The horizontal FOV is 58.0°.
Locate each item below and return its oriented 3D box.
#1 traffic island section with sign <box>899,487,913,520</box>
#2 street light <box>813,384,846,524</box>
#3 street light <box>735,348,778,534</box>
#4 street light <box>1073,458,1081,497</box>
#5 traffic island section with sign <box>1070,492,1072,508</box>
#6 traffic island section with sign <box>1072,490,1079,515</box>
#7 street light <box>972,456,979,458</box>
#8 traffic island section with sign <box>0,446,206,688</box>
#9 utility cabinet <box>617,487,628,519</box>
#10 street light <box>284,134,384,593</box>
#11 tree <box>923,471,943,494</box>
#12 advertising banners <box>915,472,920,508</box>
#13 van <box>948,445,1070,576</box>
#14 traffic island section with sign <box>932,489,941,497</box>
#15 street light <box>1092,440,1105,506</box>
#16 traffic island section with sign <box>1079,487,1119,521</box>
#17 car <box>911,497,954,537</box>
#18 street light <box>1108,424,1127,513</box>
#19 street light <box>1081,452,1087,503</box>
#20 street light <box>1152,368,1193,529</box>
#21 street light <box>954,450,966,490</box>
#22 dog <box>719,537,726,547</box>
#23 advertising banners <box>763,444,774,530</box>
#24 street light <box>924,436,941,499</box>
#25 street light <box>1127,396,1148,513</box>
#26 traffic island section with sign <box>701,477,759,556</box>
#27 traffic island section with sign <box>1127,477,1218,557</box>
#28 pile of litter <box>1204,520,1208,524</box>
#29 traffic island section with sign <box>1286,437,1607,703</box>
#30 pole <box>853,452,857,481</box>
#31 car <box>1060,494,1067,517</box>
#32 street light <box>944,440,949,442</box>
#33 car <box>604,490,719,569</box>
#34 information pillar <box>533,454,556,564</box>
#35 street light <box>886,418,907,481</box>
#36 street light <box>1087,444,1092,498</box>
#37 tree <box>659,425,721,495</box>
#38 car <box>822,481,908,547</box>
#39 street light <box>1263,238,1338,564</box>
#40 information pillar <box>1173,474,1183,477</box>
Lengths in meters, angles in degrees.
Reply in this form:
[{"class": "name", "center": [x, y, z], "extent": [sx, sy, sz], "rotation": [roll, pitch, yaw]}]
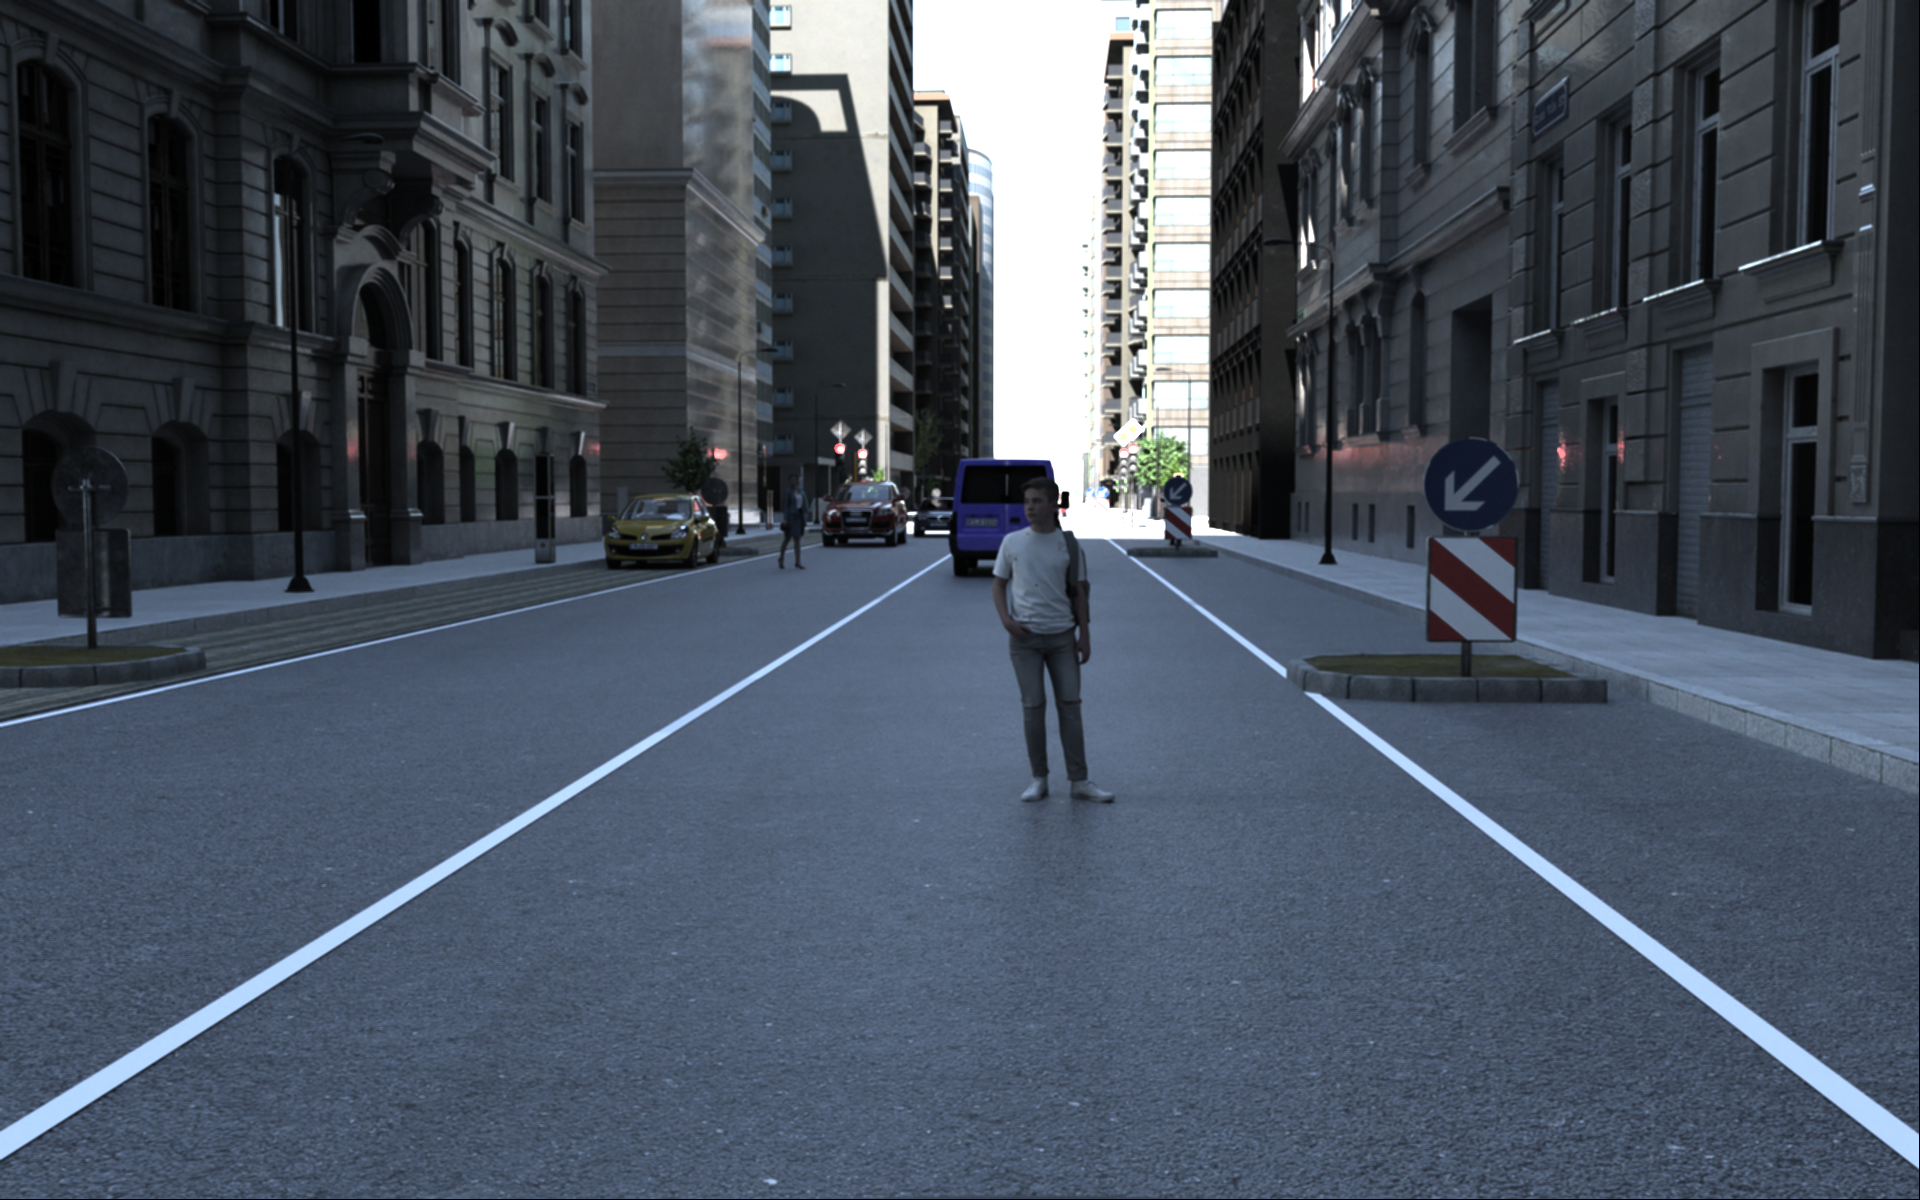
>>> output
[{"class": "traffic island section with sign", "center": [-3.009, -5.267, 94.747], "extent": [1.989, 1.847, 2.006], "rotation": [0, 4, 3]}, {"class": "street light", "center": [-5.517, -6.154, 73.152], "extent": [1.470, 5.913, 1.316], "rotation": [0, 4, 3]}, {"class": "street light", "center": [-6.481, -5.059, 55.250], "extent": [1.470, 5.913, 1.316], "rotation": [0, 4, 3]}, {"class": "street light", "center": [16.909, -16.508, 242.450], "extent": [1.470, 5.913, 1.316], "rotation": [0, 4, 3]}, {"class": "traffic island section with sign", "center": [11.607, -10.000, 172.127], "extent": [1.989, 1.847, 2.006], "rotation": [0, 4, 3]}, {"class": "traffic island section with sign", "center": [9.017, -6.899, 121.429], "extent": [1.989, 1.847, 2.006], "rotation": [0, 4, 3]}, {"class": "street light", "center": [1.719, -14.760, 213.866], "extent": [1.470, 5.913, 1.316], "rotation": [0, 4, 3]}, {"class": "traffic island section with sign", "center": [-7.149, -0.306, 13.639], "extent": [1.989, 1.847, 2.006], "rotation": [0, 4, 3]}, {"class": "utility cabinet", "center": [-9.916, -2.579, 50.842], "extent": [0.318, 1.500, 1.173], "rotation": [-1, 4, -10]}, {"class": "street light", "center": [-8.125, -3.056, 22.509], "extent": [1.470, 5.913, 1.316], "rotation": [0, 4, 3]}, {"class": "tree", "center": [-2.363, -9.317, 146.932], "extent": [1.663, 3.219, 1.824], "rotation": [0, 3, 0]}, {"class": "advertising banners", "center": [-3.338, -8.532, 135.679], "extent": [0.090, 3.025, 2.074], "rotation": [-1, 4, -12]}, {"class": "van", "center": [0.917, -1.693, 32.070], "extent": [2.240, 2.365, 5.245], "rotation": [0, 4, 3]}, {"class": "traffic island section with sign", "center": [-1.625, -6.937, 122.049], "extent": [1.989, 1.847, 2.006], "rotation": [0, 4, 3]}, {"class": "street light", "center": [12.225, -10.708, 147.619], "extent": [1.470, 5.913, 1.316], "rotation": [0, 4, 3]}, {"class": "traffic island section with sign", "center": [7.655, -5.253, 94.508], "extent": [1.989, 1.847, 2.006], "rotation": [0, 4, 3]}, {"class": "car", "center": [-0.664, -2.848, 59.139], "extent": [1.945, 1.354, 3.894], "rotation": [0, 4, 2]}, {"class": "street light", "center": [10.518, -8.699, 114.776], "extent": [1.470, 5.913, 1.316], "rotation": [0, 4, 3]}, {"class": "street light", "center": [14.442, -13.423, 192.014], "extent": [1.470, 5.913, 1.316], "rotation": [0, 4, 3]}, {"class": "street light", "center": [7.877, -5.574, 63.674], "extent": [1.470, 5.913, 1.316], "rotation": [0, 4, 3]}, {"class": "street light", "center": [-0.077, -12.796, 181.754], "extent": [1.470, 5.913, 1.316], "rotation": [0, 4, 3]}, {"class": "dog", "center": [-6.079, -1.693, 44.516], "extent": [0.513, 0.831, 0.800], "rotation": [2, 4, 34]}, {"class": "advertising banners", "center": [-6.861, -4.018, 61.880], "extent": [0.090, 3.025, 2.074], "rotation": [0, 4, 3]}, {"class": "street light", "center": [-2.266, -10.111, 137.857], "extent": [1.470, 5.913, 1.316], "rotation": [0, 4, 3]}, {"class": "street light", "center": [8.829, -6.713, 82.305], "extent": [1.470, 5.913, 1.316], "rotation": [0, 4, 3]}, {"class": "traffic island section with sign", "center": [-5.784, -1.953, 40.560], "extent": [1.989, 1.847, 2.006], "rotation": [0, 4, 3]}, {"class": "traffic island section with sign", "center": [4.884, -1.927, 40.130], "extent": [1.989, 1.847, 2.006], "rotation": [0, 4, 3]}, {"class": "pile of litter", "center": [11.157, -3.609, 72.970], "extent": [1.719, 0.858, 1.176], "rotation": [2, 4, 25]}, {"class": "traffic island section with sign", "center": [3.493, -0.259, 12.856], "extent": [1.989, 1.847, 2.006], "rotation": [0, 4, 3]}, {"class": "pole", "center": [-5.034, -5.455, 83.024], "extent": [0.158, 3.312, 0.155], "rotation": [0, 3, 0]}, {"class": "car", "center": [5.824, -6.117, 109.048], "extent": [2.155, 1.783, 4.494], "rotation": [0, 4, 4]}, {"class": "street light", "center": [-1.647, -10.830, 149.611], "extent": [1.470, 5.913, 1.316], "rotation": [0, 4, 3]}, {"class": "car", "center": [-5.878, -1.475, 34.347], "extent": [2.015, 1.641, 3.980], "rotation": [0, 4, 1]}, {"class": "information pillar", "center": [-7.691, -1.687, 32.074], "extent": [0.304, 2.012, 0.304], "rotation": [0, 4, 4]}, {"class": "street light", "center": [-3.927, -8.115, 105.220], "extent": [1.470, 5.913, 1.316], "rotation": [0, 4, 3]}, {"class": "street light", "center": [12.700, -11.412, 159.123], "extent": [1.470, 5.913, 1.316], "rotation": [0, 4, 3]}, {"class": "tree", "center": [-7.608, -3.300, 48.550], "extent": [1.663, 3.219, 1.824], "rotation": [0, 3, 0]}, {"class": "car", "center": [-2.644, -2.462, 48.928], "extent": [2.281, 1.827, 5.304], "rotation": [0, 4, 3]}, {"class": "street light", "center": [6.209, -3.613, 31.610], "extent": [1.470, 5.913, 1.316], "rotation": [0, 4, 3]}, {"class": "information pillar", "center": [7.825, -3.534, 62.271], "extent": [0.304, 2.012, 0.304], "rotation": [0, 4, -2]}]
